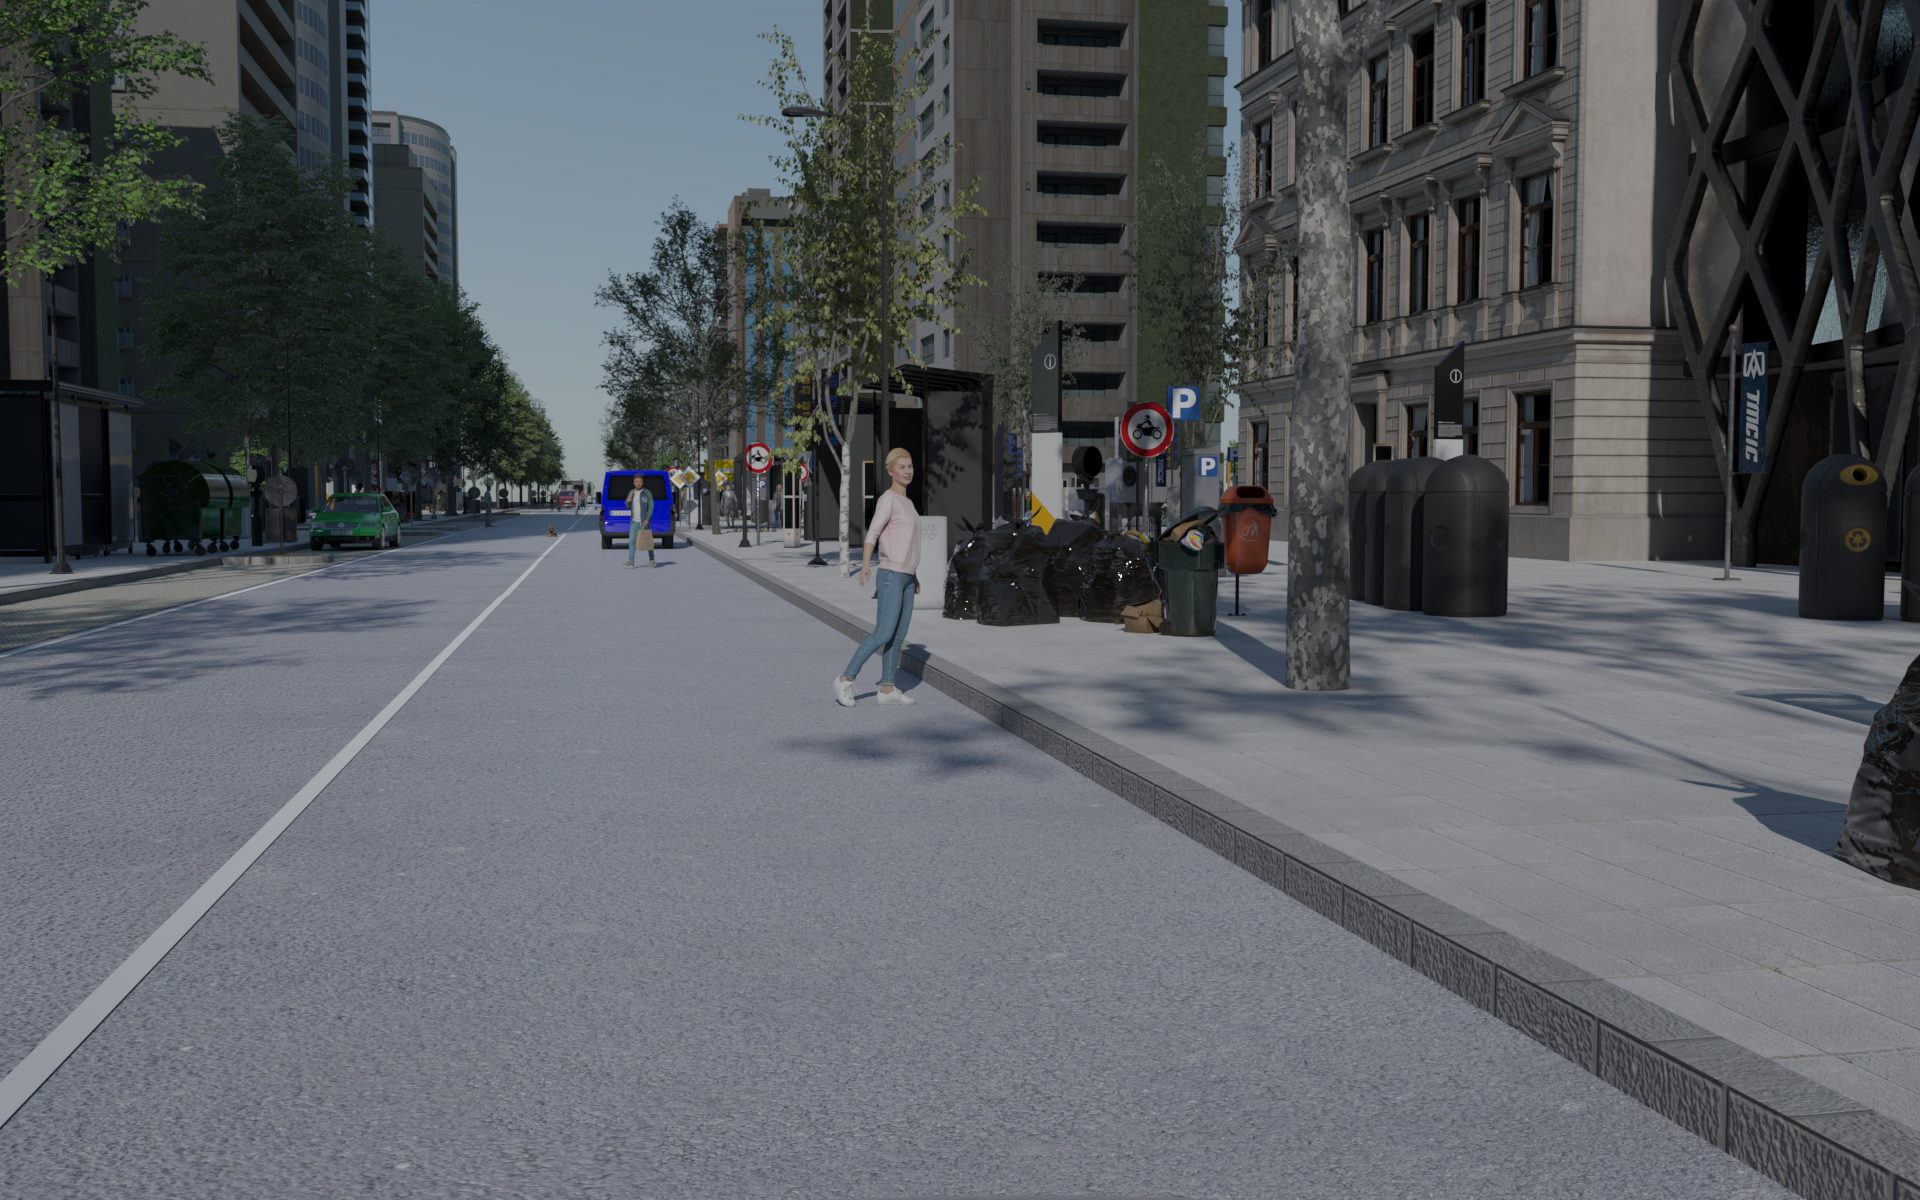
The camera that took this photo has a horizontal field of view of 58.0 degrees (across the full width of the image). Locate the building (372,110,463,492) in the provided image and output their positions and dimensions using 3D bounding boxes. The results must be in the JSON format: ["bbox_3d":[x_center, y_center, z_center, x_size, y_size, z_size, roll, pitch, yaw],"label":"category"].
[{"bbox_3d":[-88.784,-44.257,265.607,21.231,58.520,28.212,-1,4,-12],"label":"building"}]

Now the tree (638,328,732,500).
[{"bbox_3d":[-11.717,-7.561,73.989,4.360,8.622,3.978,0,3,0],"label":"tree"}]

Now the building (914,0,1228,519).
[{"bbox_3d":[5.565,-19.746,94.556,14.107,30.474,14.160,-1,4,-12],"label":"building"}]

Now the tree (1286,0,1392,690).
[{"bbox_3d":[1.450,-9.409,9.719,12.611,20.169,13.585,0,3,0],"label":"tree"}]

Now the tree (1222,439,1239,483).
[{"bbox_3d":[14.548,-6.241,85.761,4.285,4.588,4.351,0,3,0],"label":"tree"}]

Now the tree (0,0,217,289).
[{"bbox_3d":[-13.221,-5.831,21.086,9.928,11.665,9.643,0,3,0],"label":"tree"}]

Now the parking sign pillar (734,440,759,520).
[{"bbox_3d":[-10.653,-6.016,86.841,1.447,3.967,1.447,1,4,14],"label":"parking sign pillar"}]

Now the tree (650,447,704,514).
[{"bbox_3d":[-18.212,-7.812,111.440,4.285,4.588,4.351,0,3,0],"label":"tree"}]

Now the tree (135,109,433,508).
[{"bbox_3d":[-20.821,-8.205,52.286,7.486,12.596,7.792,0,3,0],"label":"tree"}]

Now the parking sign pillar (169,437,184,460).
[{"bbox_3d":[-36.637,-5.709,81.816,1.447,3.967,1.447,-1,4,-12],"label":"parking sign pillar"}]

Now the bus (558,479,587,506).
[{"bbox_3d":[-44.565,-12.544,199.958,2.948,3.499,13.247,-1,4,-10],"label":"bus"}]

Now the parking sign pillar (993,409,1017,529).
[{"bbox_3d":[1.444,-4.097,55.464,1.447,3.967,1.447,-1,4,-12],"label":"parking sign pillar"}]

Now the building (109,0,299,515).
[{"bbox_3d":[-55.225,-29.781,110.623,21.300,48.544,21.600,-1,4,-12],"label":"building"}]

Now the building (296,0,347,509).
[{"bbox_3d":[-65.475,-37.115,148.823,21.231,58.520,28.212,-1,4,-12],"label":"building"}]

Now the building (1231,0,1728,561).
[{"bbox_3d":[14.379,-10.859,42.174,10.561,19.102,19.286,-1,4,-12],"label":"building"}]

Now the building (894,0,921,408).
[{"bbox_3d":[3.689,-28.287,112.605,14.600,45.320,14.200,-1,4,-12],"label":"building"}]

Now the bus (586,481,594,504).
[{"bbox_3d":[-53.374,-15.322,245.369,2.948,3.499,13.247,-1,4,-10],"label":"bus"}]

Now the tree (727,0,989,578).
[{"bbox_3d":[-1.689,-4.657,26.506,4.737,8.622,4.395,0,3,0],"label":"tree"}]

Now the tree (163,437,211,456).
[{"bbox_3d":[-44.527,-7.142,100.477,4.285,4.588,4.351,0,3,0],"label":"tree"}]

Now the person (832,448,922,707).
[{"bbox_3d":[-0.575,-0.154,11.690,0.598,1.740,0.731,0,4,7],"label":"person"}]

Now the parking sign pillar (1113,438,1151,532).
[{"bbox_3d":[5.788,-4.291,58.626,1.447,3.967,1.447,-3,4,-36],"label":"parking sign pillar"}]

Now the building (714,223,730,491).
[{"bbox_3d":[-27.773,-37.963,275.322,22.147,44.769,28.867,-1,4,-12],"label":"building"}]

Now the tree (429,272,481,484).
[{"bbox_3d":[-24.607,-9.465,72.882,7.486,12.596,7.792,0,3,0],"label":"tree"}]

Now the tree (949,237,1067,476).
[{"bbox_3d":[1.918,-6.025,48.873,4.360,8.622,3.978,0,3,0],"label":"tree"}]

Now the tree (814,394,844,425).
[{"bbox_3d":[-8.772,-10.369,119.898,4.360,8.622,3.978,0,3,0],"label":"tree"}]

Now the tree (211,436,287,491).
[{"bbox_3d":[-38.481,-6.816,95.152,4.285,4.588,4.351,0,3,0],"label":"tree"}]

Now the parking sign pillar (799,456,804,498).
[{"bbox_3d":[-11.535,-8.227,122.984,1.447,3.967,1.447,1,4,18],"label":"parking sign pillar"}]

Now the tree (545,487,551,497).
[{"bbox_3d":[-65.577,-19.859,275.048,4.737,8.622,4.395,0,3,0],"label":"tree"}]

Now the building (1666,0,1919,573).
[{"bbox_3d":[21.228,-9.648,25.195,16.820,18.784,16.811,-1,4,-12],"label":"building"}]

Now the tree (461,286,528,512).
[{"bbox_3d":[-25.647,-9.563,82.107,9.928,11.665,9.643,0,3,0],"label":"tree"}]

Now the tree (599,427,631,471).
[{"bbox_3d":[-46.602,-19.474,244.147,9.928,11.665,9.643,0,3,0],"label":"tree"}]

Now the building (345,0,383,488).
[{"bbox_3d":[-71.590,-52.906,177.681,22.319,86.520,31.000,-1,4,-12],"label":"building"}]

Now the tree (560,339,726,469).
[{"bbox_3d":[-22.019,-13.446,130.209,12.009,13.543,11.850,0,3,0],"label":"tree"}]

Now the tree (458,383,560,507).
[{"bbox_3d":[-45.795,-16.118,173.903,12.009,13.543,11.850,0,3,0],"label":"tree"}]

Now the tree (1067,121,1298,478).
[{"bbox_3d":[5.057,-5.196,35.325,4.360,8.622,3.978,0,3,0],"label":"tree"}]

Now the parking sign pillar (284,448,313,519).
[{"bbox_3d":[-39.042,-6.930,101.773,1.447,3.967,1.447,0,4,5],"label":"parking sign pillar"}]

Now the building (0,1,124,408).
[{"bbox_3d":[-49.692,-19.034,82.912,14.160,30.474,14.107,-1,4,-12],"label":"building"}]

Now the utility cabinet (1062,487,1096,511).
[{"bbox_3d":[3.937,-2.988,57.533,1.173,1.500,0.318,-2,4,-25],"label":"utility cabinet"}]

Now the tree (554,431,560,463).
[{"bbox_3d":[-50.697,-17.121,198.060,7.486,12.596,7.792,0,3,0],"label":"tree"}]

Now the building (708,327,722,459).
[{"bbox_3d":[-36.264,-32.135,297.105,14.160,30.474,14.107,-1,4,-12],"label":"building"}]

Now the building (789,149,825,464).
[{"bbox_3d":[-5.940,-30.956,198.006,32.217,40.220,23.993,-1,4,-12],"label":"building"}]

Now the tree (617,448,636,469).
[{"bbox_3d":[-35.395,-14.826,192.765,4.737,8.622,4.395,0,3,0],"label":"tree"}]

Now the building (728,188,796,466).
[{"bbox_3d":[-26.422,-36.910,253.593,14.600,45.320,14.200,-1,4,-12],"label":"building"}]

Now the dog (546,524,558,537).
[{"bbox_3d":[-13.742,-2.315,58.051,0.550,0.427,0.748,0,4,8],"label":"dog"}]

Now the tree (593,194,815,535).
[{"bbox_3d":[-8.050,-7.347,54.535,7.601,10.594,8.767,0,4,-2],"label":"tree"}]

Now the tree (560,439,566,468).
[{"bbox_3d":[-61.551,-20.578,254.573,7.486,12.596,7.792,0,3,0],"label":"tree"}]

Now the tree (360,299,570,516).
[{"bbox_3d":[-29.702,-11.214,100.349,9.611,12.733,9.660,0,3,0],"label":"tree"}]

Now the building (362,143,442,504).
[{"bbox_3d":[-84.570,-37.780,241.397,21.300,48.544,21.600,-1,4,-12],"label":"building"}]

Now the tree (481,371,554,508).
[{"bbox_3d":[-40.902,-14.462,154.575,7.486,12.596,7.792,0,3,0],"label":"tree"}]

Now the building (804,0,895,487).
[{"bbox_3d":[-1.558,-42.714,136.627,20.563,71.187,20.611,-1,4,-12],"label":"building"}]
